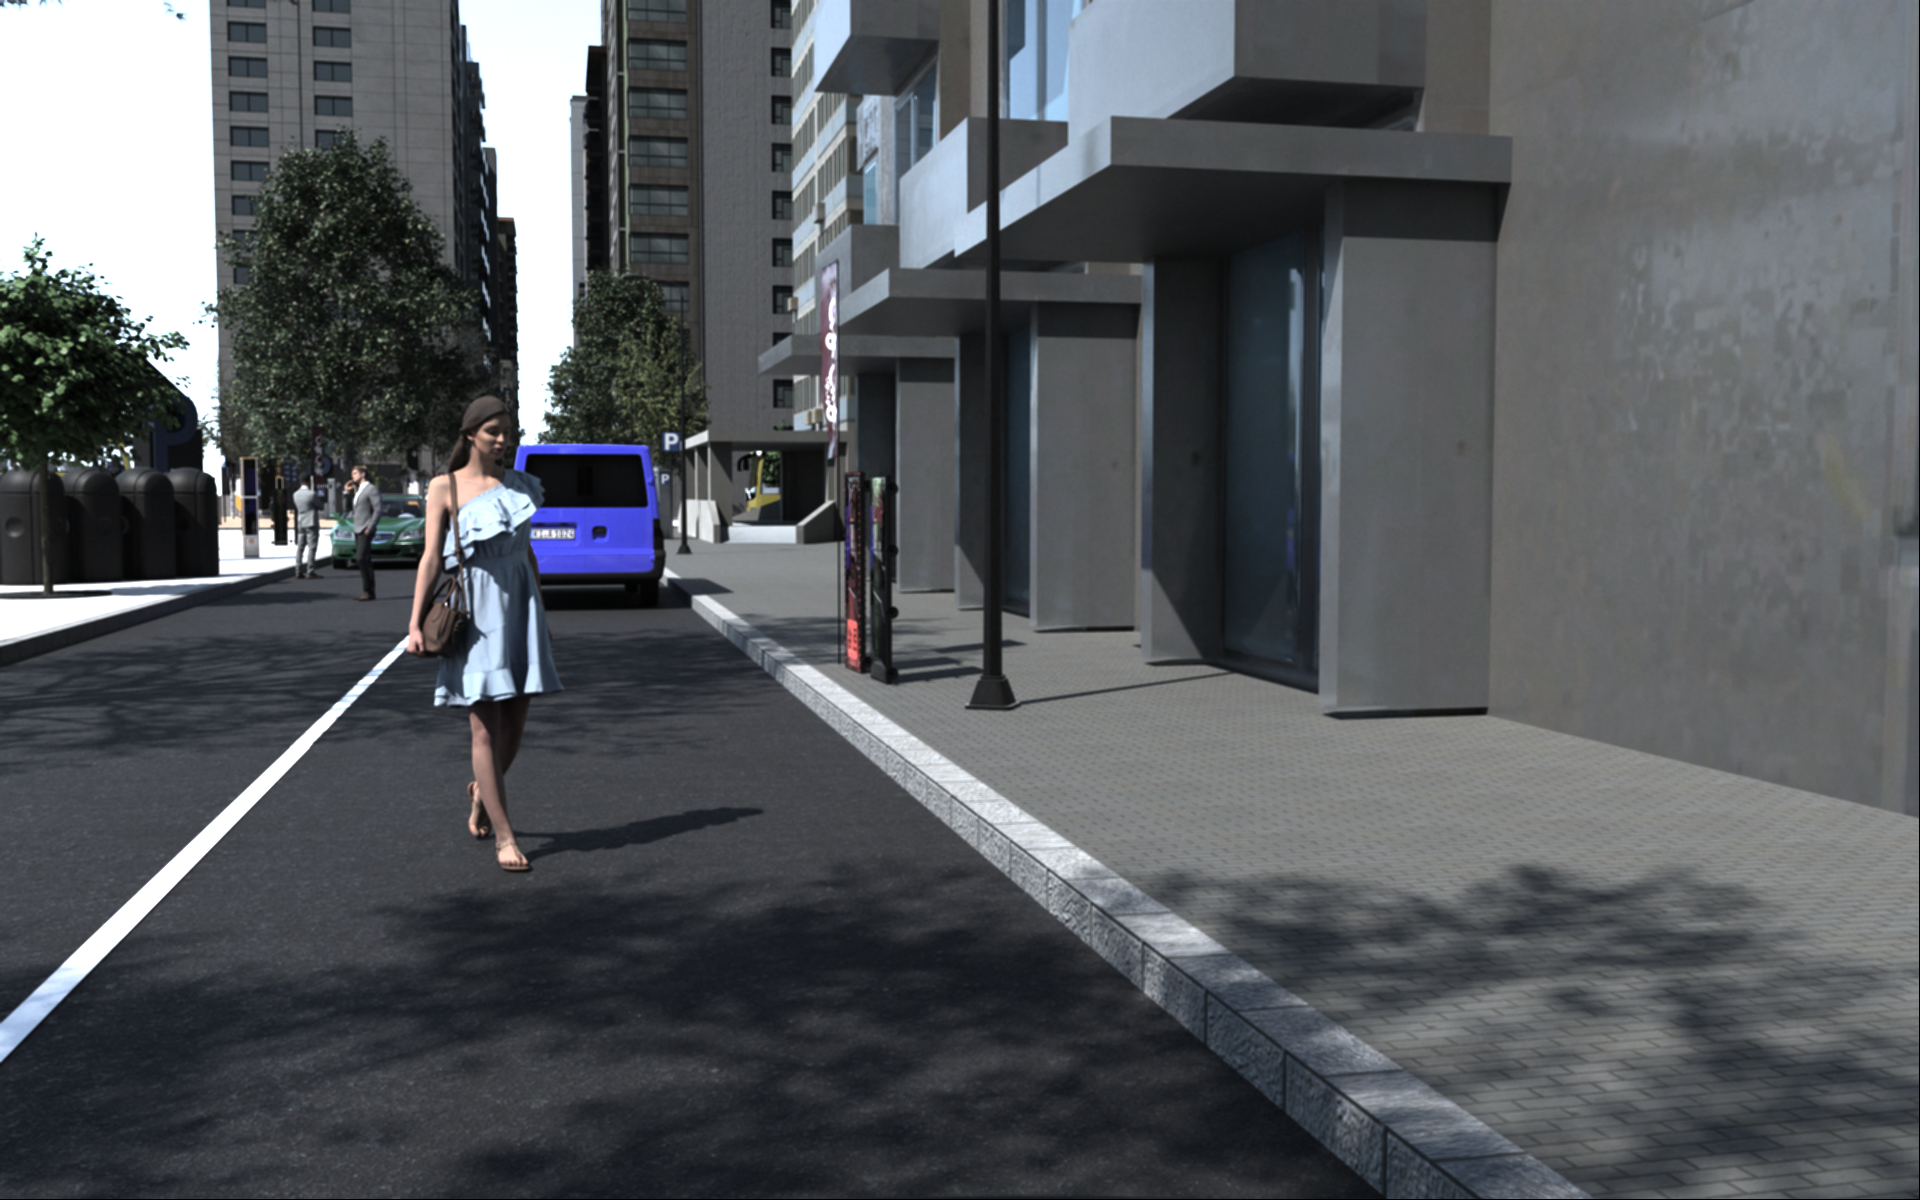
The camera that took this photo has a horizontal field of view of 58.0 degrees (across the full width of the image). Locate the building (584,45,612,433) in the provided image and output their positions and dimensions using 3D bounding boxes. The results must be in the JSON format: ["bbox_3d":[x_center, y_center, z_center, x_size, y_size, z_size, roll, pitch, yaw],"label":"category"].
[{"bbox_3d":[-25.508,-31.582,170.995,22.147,44.769,28.867,-1,4,-13],"label":"building"}]

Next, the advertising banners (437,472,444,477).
[{"bbox_3d":[-40.517,-8.667,137.898,2.074,3.025,0.090,0,4,-7],"label":"advertising banners"}]

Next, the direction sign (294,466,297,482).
[{"bbox_3d":[-43.731,-7.413,113.198,0.876,3.537,0.379,1,4,16],"label":"direction sign"}]

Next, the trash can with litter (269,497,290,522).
[{"bbox_3d":[-31.590,-4.228,80.521,1.055,1.170,0.624,2,4,28],"label":"trash can with litter"}]

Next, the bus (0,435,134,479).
[{"bbox_3d":[-35.395,-4.306,61.949,12.252,3.916,2.896,-1,4,-13],"label":"bus"}]

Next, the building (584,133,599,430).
[{"bbox_3d":[-38.592,-34.352,211.758,14.600,45.320,14.200,-1,4,-13],"label":"building"}]

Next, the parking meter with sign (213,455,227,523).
[{"bbox_3d":[-33.553,-4.941,77.053,0.543,3.016,1.738,3,5,43],"label":"parking meter with sign"}]

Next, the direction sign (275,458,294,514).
[{"bbox_3d":[-42.248,-7.097,108.032,0.876,3.537,0.379,-1,4,-9],"label":"direction sign"}]

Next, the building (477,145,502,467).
[{"bbox_3d":[-59.788,-31.394,196.886,14.154,41.232,14.086,-1,4,-13],"label":"building"}]

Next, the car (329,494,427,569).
[{"bbox_3d":[-11.492,-1.411,34.869,2.131,1.459,4.920,-1,4,-13],"label":"car"}]

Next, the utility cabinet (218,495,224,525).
[{"bbox_3d":[-31.107,-3.702,71.686,0.306,1.237,1.020,2,4,35],"label":"utility cabinet"}]

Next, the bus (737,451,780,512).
[{"bbox_3d":[-2.598,-4.741,69.055,12.252,3.916,2.896,-1,4,-12],"label":"bus"}]

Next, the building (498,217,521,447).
[{"bbox_3d":[-78.425,-37.210,263.013,22.147,44.769,28.867,-1,4,-13],"label":"building"}]

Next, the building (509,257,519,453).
[{"bbox_3d":[-79.995,-36.769,284.763,14.154,41.232,14.086,-1,4,-13],"label":"building"}]

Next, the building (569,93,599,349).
[{"bbox_3d":[-47.083,-43.805,258.204,21.231,58.520,28.212,-1,4,-13],"label":"building"}]

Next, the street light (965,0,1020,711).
[{"bbox_3d":[-0.333,-2.299,10.122,1.470,5.913,1.316,-1,4,-13],"label":"street light"}]

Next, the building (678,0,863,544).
[{"bbox_3d":[7.691,-22.171,54.380,32.217,40.220,23.993,-1,4,-13],"label":"building"}]

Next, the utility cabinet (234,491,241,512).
[{"bbox_3d":[-49.370,-6.756,119.140,1.173,1.500,0.318,1,4,20],"label":"utility cabinet"}]

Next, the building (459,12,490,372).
[{"bbox_3d":[-59.019,-33.883,173.600,23.786,49.044,30.456,-1,4,-13],"label":"building"}]

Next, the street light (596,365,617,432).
[{"bbox_3d":[-12.452,-5.521,62.807,1.470,5.913,1.316,-1,4,-13],"label":"street light"}]

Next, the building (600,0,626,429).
[{"bbox_3d":[-31.786,-46.267,194.710,20.563,71.187,20.611,-1,4,-13],"label":"building"}]

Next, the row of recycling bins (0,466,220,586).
[{"bbox_3d":[-12.551,-1.140,25.754,1.069,1.692,3.534,2,4,25],"label":"row of recycling bins"}]

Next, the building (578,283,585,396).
[{"bbox_3d":[-45.101,-28.510,237.838,14.160,30.474,14.107,-1,4,-13],"label":"building"}]

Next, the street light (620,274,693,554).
[{"bbox_3d":[-6.426,-3.928,36.758,1.470,5.913,1.316,-1,4,-13],"label":"street light"}]

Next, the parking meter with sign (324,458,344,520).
[{"bbox_3d":[-30.705,-5.437,85.157,1.738,3.016,0.543,3,5,42],"label":"parking meter with sign"}]

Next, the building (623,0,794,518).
[{"bbox_3d":[-12.162,-20.059,99.662,14.160,30.474,14.107,-1,4,-13],"label":"building"}]

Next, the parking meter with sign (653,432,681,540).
[{"bbox_3d":[-8.484,-3.250,49.398,0.543,3.016,1.738,-2,4,-27],"label":"parking meter with sign"}]

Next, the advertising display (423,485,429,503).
[{"bbox_3d":[-27.945,-5.289,91.690,0.974,1.923,0.123,1,4,10],"label":"advertising display"}]

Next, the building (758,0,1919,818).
[{"bbox_3d":[10.497,-24.407,18.669,23.786,49.044,30.456,-1,4,-13],"label":"building"}]

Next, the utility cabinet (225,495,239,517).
[{"bbox_3d":[-41.164,-5.284,97.548,1.020,1.237,0.306,-2,4,-26],"label":"utility cabinet"}]

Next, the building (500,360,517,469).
[{"bbox_3d":[-74.621,-23.822,234.520,27.650,21.520,28.899,-1,4,-13],"label":"building"}]

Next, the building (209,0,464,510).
[{"bbox_3d":[-51.309,-43.434,148.393,20.563,71.187,20.611,-1,4,-13],"label":"building"}]
